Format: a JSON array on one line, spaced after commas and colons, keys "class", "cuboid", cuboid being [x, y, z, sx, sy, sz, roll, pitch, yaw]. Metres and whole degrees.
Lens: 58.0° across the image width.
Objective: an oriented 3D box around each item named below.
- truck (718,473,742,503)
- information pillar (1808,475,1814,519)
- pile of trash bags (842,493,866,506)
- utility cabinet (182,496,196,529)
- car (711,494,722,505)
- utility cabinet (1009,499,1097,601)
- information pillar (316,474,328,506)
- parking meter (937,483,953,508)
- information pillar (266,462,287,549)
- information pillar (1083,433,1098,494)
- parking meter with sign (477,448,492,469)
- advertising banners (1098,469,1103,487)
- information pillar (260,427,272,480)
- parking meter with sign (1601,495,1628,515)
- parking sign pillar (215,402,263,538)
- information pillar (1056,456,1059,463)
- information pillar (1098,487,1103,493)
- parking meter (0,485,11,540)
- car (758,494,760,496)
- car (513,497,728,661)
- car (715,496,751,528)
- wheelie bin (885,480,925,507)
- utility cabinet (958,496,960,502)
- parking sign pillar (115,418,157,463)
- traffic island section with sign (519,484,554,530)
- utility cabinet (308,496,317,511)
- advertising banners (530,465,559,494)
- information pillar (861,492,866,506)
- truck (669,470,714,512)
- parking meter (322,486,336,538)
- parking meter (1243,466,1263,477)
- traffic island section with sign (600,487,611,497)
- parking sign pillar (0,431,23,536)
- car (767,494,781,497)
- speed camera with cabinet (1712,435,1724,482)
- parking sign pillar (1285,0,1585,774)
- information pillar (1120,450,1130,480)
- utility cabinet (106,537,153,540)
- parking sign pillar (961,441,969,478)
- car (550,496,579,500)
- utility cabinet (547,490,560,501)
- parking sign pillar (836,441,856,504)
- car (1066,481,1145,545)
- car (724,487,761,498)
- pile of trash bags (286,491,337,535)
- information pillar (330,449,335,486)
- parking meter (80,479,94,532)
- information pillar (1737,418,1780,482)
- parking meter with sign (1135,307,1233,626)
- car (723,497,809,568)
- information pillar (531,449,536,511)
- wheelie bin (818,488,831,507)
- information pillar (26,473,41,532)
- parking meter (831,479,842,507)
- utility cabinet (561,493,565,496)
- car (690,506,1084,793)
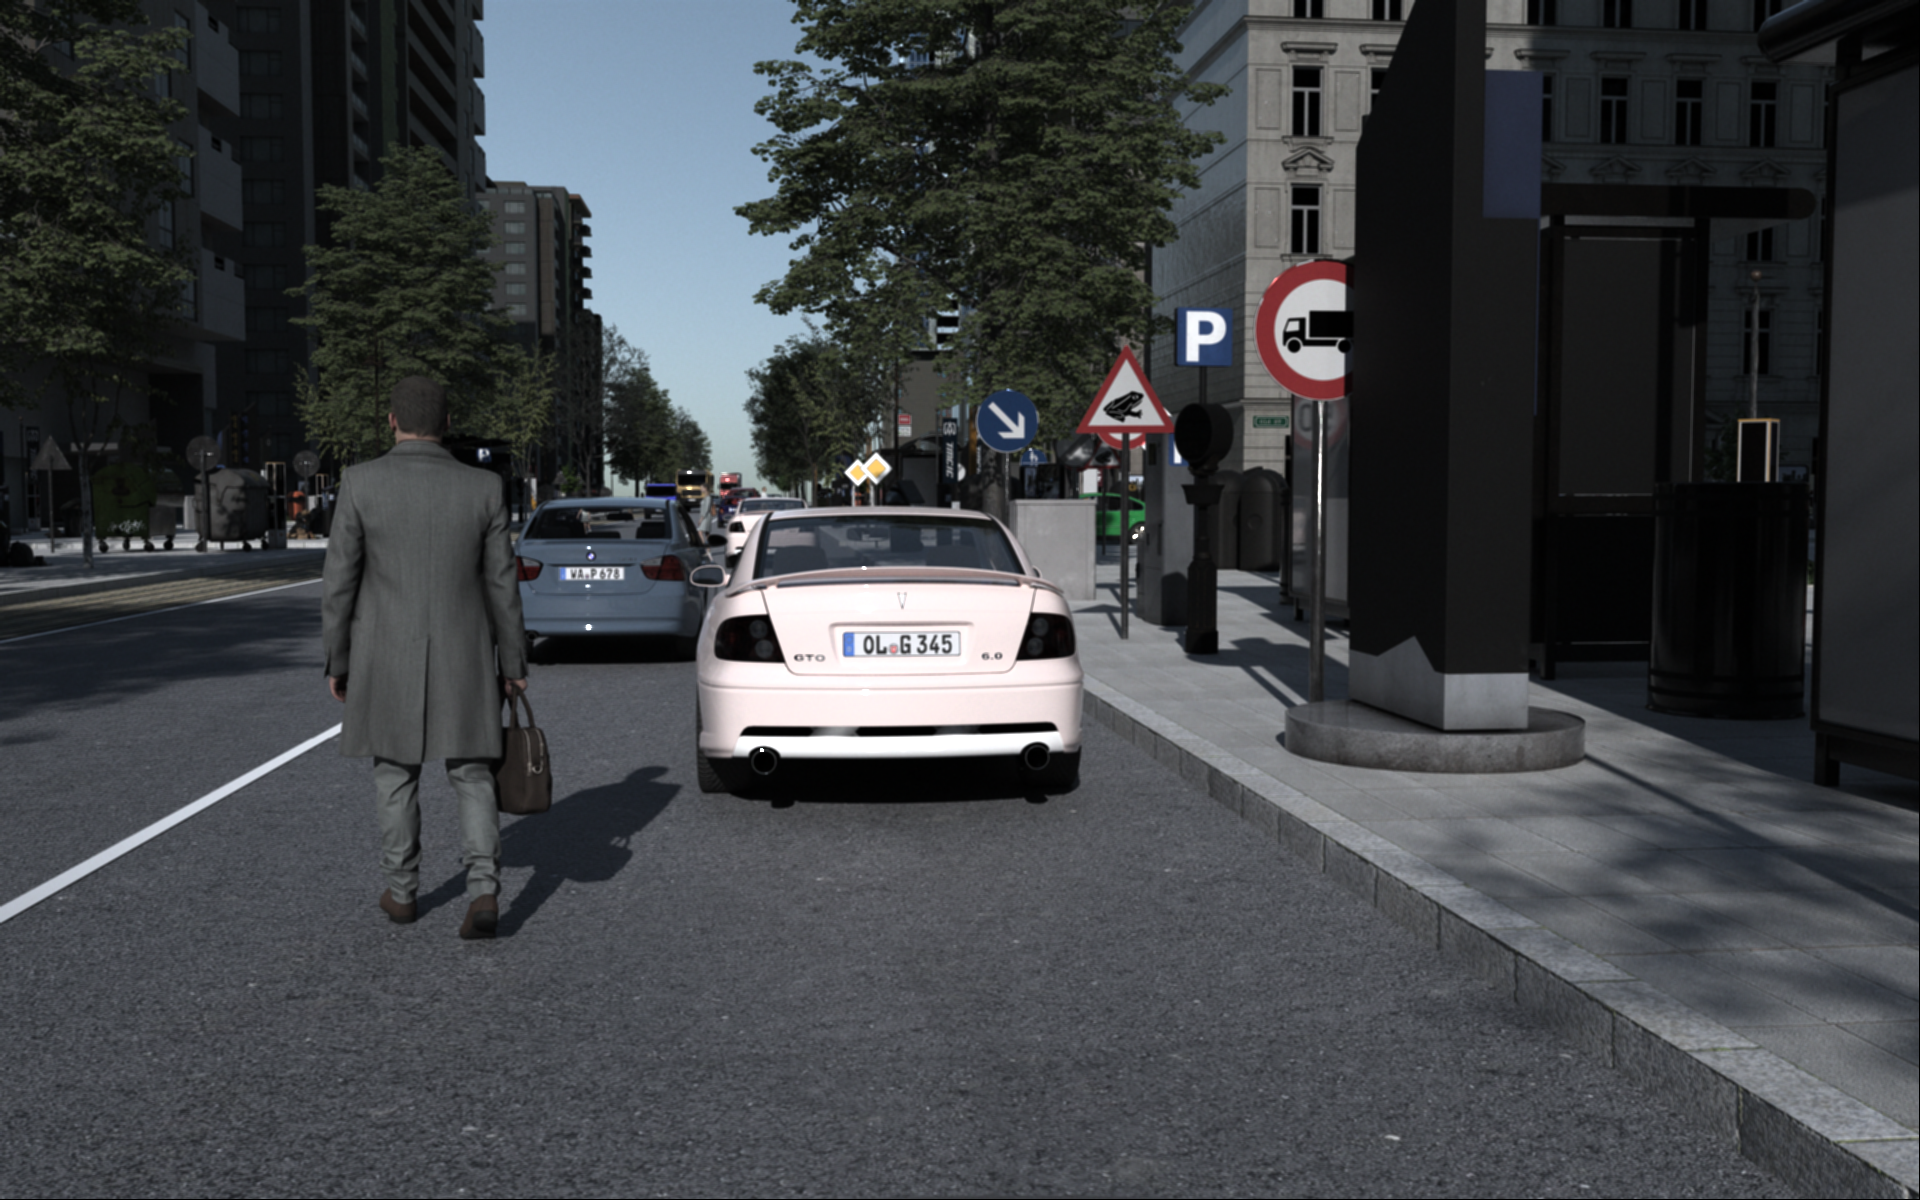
[{"class": "truck", "cuboid": [-30.636, -14.826, 231.325, 2.839, 4.237, 11.283, 0, 4, -5]}, {"class": "information pillar", "cuboid": [31.952, -3.718, 65.286, 0.304, 2.012, 0.304, -2, 4, -33]}, {"class": "pile of trash bags", "cuboid": [-4.734, -4.255, 79.315, 1.912, 1.369, 3.447, 0, 4, -3]}, {"class": "utility cabinet", "cuboid": [-28.216, -3.233, 64.020, 0.306, 1.237, 1.020, 2, 4, 26]}, {"class": "car", "cuboid": [-27.713, -11.142, 194.173, 2.014, 1.417, 4.499, 0, 4, -8]}, {"class": "utility cabinet", "cuboid": [1.115, -0.595, 20.898, 1.020, 1.237, 0.306, -1, 4, -15]}, {"class": "information pillar", "cuboid": [-23.892, -3.697, 64.938, 0.304, 2.012, 0.304, 1, 4, 21]}, {"class": "parking meter", "cuboid": [-0.367, -2.018, 41.398, 0.372, 1.533, 0.369, 0, 3, 0]}, {"class": "information pillar", "cuboid": [-15.905, -2.191, 40.314, 0.304, 2.012, 0.304, 2, 4, 33]}, {"class": "information pillar", "cuboid": [4.083, -3.832, 54.004, 0.504, 3.616, 0.183, 2, 4, 30]}, {"class": "parking meter with sign", "cuboid": [-17.931, -4.166, 64.377, 0.543, 3.016, 1.738, 0, 4, 3]}, {"class": "advertising banners", "cuboid": [5.713, -4.080, 62.895, 2.074, 3.025, 0.090, 1, 4, 16]}, {"class": "information pillar", "cuboid": [-23.983, -4.195, 59.948, 0.183, 3.616, 0.504, 1, 4, 17]}, {"class": "parking meter with sign", "cuboid": [13.356, -2.386, 35.274, 0.543, 3.016, 1.738, 1, 4, 11]}, {"class": "parking sign pillar", "cuboid": [-20.995, -3.781, 50.284, 1.447, 3.967, 1.447, 1, 4, 18]}, {"class": "information pillar", "cuboid": [5.255, -6.254, 93.599, 0.183, 3.616, 0.504, -1, 4, -11]}, {"class": "information pillar", "cuboid": [5.924, -4.283, 74.513, 0.304, 2.012, 0.304, -2, 4, -32]}, {"class": "parking meter", "cuboid": [-26.527, -2.419, 47.962, 0.372, 1.533, 0.369, 0, 3, 0]}, {"class": "car", "cuboid": [-22.959, -11.265, 193.972, 2.009, 1.686, 4.222, 0, 4, -5]}, {"class": "car", "cuboid": [-3.202, -0.256, 16.189, 2.014, 1.417, 4.499, 0, 4, -6]}, {"class": "car", "cuboid": [-9.601, -3.806, 74.807, 1.945, 1.354, 3.894, 0, 4, -7]}, {"class": "wheelie bin", "cuboid": [-1.245, -1.868, 38.453, 0.693, 1.594, 0.980, 2, 4, 33]}, {"class": "utility cabinet", "cuboid": [0.356, -3.267, 64.585, 0.306, 1.237, 1.020, 3, 4, 36]}, {"class": "parking sign pillar", "cuboid": [-29.150, -4.456, 61.333, 1.447, 3.967, 1.447, 3, 5, 40]}, {"class": "traffic island section with sign", "cuboid": [-16.747, -3.762, 70.133, 1.989, 1.847, 2.006, 0, 4, -6]}, {"class": "utility cabinet", "cuboid": [-27.023, -3.746, 72.408, 0.306, 1.237, 1.020, -1, 4, -13]}, {"class": "advertising banners", "cuboid": [-25.016, -6.608, 104.222, 2.074, 3.025, 0.090, 1, 4, 23]}, {"class": "information pillar", "cuboid": [-5.544, -5.745, 98.429, 0.304, 2.012, 0.304, 1, 4, 9]}, {"class": "truck", "cuboid": [-21.292, -8.750, 138.989, 3.469, 3.379, 9.791, 0, 4, -5]}, {"class": "parking meter", "cuboid": [-18.649, -2.616, 51.188, 0.372, 1.533, 0.369, 0, 3, 0]}, {"class": "parking meter", "cuboid": [6.217, -1.906, 36.876, 0.399, 1.863, 0.255, 3, 5, 40]}, {"class": "traffic island section with sign", "cuboid": [-19.824, -5.409, 97.070, 1.989, 1.847, 2.006, 0, 4, -6]}, {"class": "parking sign pillar", "cuboid": [-29.869, -3.980, 53.551, 1.447, 3.967, 1.447, -2, 4, -32]}, {"class": "car", "cuboid": [-12.918, -6.541, 118.955, 2.014, 1.417, 4.499, 0, 4, -7]}, {"class": "speed camera with cabinet", "cuboid": [25.780, -3.864, 57.516, 0.660, 3.252, 2.038, 0, 4, -7]}, {"class": "parking sign pillar", "cuboid": [2.355, -1.227, 8.535, 1.447, 3.967, 1.447, 0, 4, -7]}, {"class": "information pillar", "cuboid": [6.229, -4.542, 65.611, 0.183, 3.616, 0.504, -3, 5, -40]}, {"class": "utility cabinet", "cuboid": [-23.198, -2.425, 48.332, 1.173, 1.500, 0.318, -3, 4, -38]}, {"class": "parking sign pillar", "cuboid": [0.478, -5.476, 78.003, 1.447, 3.967, 1.447, -2, 4, -25]}, {"class": "car", "cuboid": [-16.925, -3.751, 73.912, 1.945, 1.354, 3.894, 0, 4, -7]}, {"class": "utility cabinet", "cuboid": [-21.270, -4.999, 90.408, 0.318, 1.500, 1.173, 0, 4, 1]}, {"class": "parking sign pillar", "cuboid": [-5.725, -6.032, 87.103, 1.447, 3.967, 1.447, -3, 4, -36]}, {"class": "car", "cuboid": [3.393, -2.314, 46.638, 4.718, 1.807, 1.959, 0, 4, -6]}, {"class": "car", "cuboid": [-12.577, -5.624, 100.622, 2.281, 1.827, 5.304, 0, 4, -6]}, {"class": "pile of trash bags", "cuboid": [-19.964, -2.758, 54.839, 1.912, 1.369, 3.447, 1, 4, 22]}, {"class": "information pillar", "cuboid": [-32.368, -5.996, 89.394, 0.183, 3.616, 0.504, -2, 4, -34]}, {"class": "parking meter", "cuboid": [-29.288, -3.206, 58.130, 0.399, 1.863, 0.255, -2, 4, -30]}, {"class": "information pillar", "cuboid": [7.833, -0.768, 17.042, 0.304, 2.012, 0.304, 3, 5, 41]}, {"class": "parking meter with sign", "cuboid": [2.130, -1.274, 17.088, 0.543, 3.016, 1.738, -1, 4, -10]}, {"class": "car", "cuboid": [-3.760, -1.384, 34.991, 2.083, 1.381, 4.827, 0, 4, -5]}, {"class": "information pillar", "cuboid": [-22.281, -6.066, 90.535, 0.183, 3.616, 0.504, -3, 4, -36]}, {"class": "wheelie bin", "cuboid": [-7.213, -5.201, 92.937, 0.980, 1.594, 0.693, 1, 4, 18]}, {"class": "information pillar", "cuboid": [-31.642, -3.343, 59.147, 0.304, 2.012, 0.304, 0, 4, -2]}, {"class": "parking meter", "cuboid": [-4.697, -3.686, 65.984, 0.399, 1.863, 0.255, -3, 5, -43]}, {"class": "utility cabinet", "cuboid": [-26.190, -6.431, 113.818, 0.318, 1.500, 1.173, -2, 4, -23]}, {"class": "car", "cuboid": [-0.492, 0.159, 9.762, 2.083, 1.381, 4.827, 0, 4, -6]}]
